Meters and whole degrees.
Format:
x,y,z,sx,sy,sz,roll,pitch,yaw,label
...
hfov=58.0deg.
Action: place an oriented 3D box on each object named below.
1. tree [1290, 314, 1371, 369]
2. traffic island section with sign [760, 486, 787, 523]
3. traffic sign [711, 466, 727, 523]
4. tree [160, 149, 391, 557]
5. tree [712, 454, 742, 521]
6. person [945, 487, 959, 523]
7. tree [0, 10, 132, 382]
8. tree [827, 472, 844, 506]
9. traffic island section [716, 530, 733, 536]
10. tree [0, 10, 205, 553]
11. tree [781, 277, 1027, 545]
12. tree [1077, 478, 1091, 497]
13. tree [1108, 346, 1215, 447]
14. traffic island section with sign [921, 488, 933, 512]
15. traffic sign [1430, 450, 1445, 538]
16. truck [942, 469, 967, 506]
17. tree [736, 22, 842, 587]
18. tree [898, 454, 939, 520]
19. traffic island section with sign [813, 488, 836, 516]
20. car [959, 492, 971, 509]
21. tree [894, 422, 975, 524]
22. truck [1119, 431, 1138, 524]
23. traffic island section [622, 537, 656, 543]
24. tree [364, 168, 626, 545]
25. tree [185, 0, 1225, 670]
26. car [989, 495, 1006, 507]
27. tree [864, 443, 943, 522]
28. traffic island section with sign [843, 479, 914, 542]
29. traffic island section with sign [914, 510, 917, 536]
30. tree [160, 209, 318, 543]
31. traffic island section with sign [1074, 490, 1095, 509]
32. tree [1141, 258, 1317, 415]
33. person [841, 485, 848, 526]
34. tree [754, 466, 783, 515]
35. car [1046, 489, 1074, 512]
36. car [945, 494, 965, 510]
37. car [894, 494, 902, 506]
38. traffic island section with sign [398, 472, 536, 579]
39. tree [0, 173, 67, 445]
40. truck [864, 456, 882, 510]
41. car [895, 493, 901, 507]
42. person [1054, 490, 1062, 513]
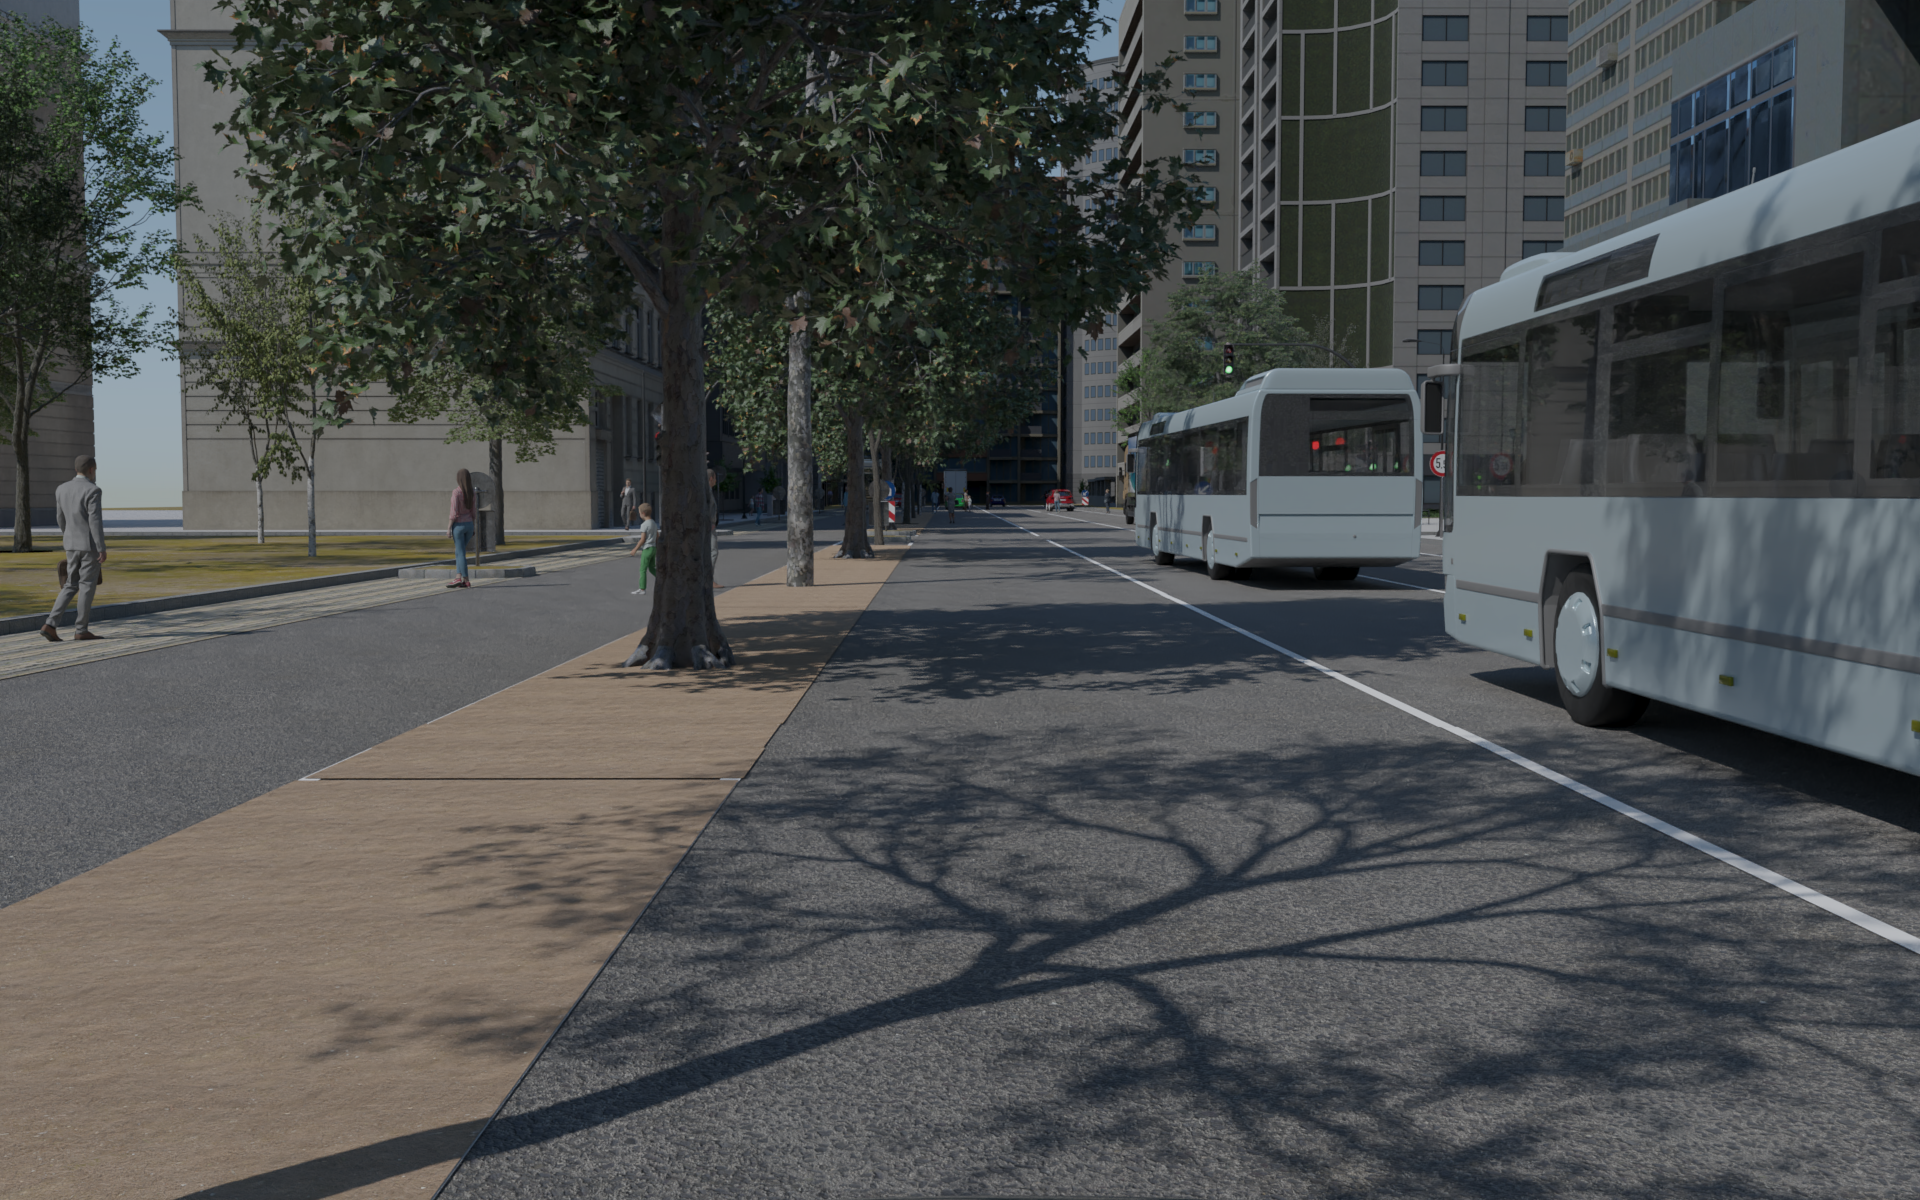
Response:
x,y,z,sx,sy,sz,roll,pitch,yaw,label
15.180,-7.339,70.361,4.360,8.622,3.978,0,3,0,tree
-8.839,-4.666,84.922,1.989,1.847,2.006,0,4,0,traffic island section with sign
-10.794,-4.720,77.270,0.768,2.556,0.104,0,4,7,traffic sign
-13.532,-5.194,35.283,4.737,8.622,4.395,0,3,0,tree
-11.473,-5.466,83.963,1.663,3.219,1.824,0,3,0,tree
-0.394,-4.641,84.745,0.716,1.782,0.532,-1,4,-22,person
-17.357,-5.742,28.296,7.601,10.594,8.767,0,4,-7,tree
-12.805,-14.348,184.956,4.737,8.622,4.395,0,3,0,tree
-9.007,-2.326,60.317,2.009,0.180,2.903,0,4,0,traffic island section
-20.409,-6.840,37.594,9.928,11.665,9.643,0,3,0,tree
-2.229,-6.817,48.324,8.767,10.594,7.601,0,4,0,tree
13.806,-12.324,196.096,1.663,3.219,1.824,0,3,0,tree
13.963,-11.816,118.951,9.928,11.665,9.643,0,3,0,tree
-3.029,-7.769,135.152,2.006,1.907,1.989,0,4,0,traffic island section with sign
14.066,-3.084,50.528,0.768,2.556,0.104,0,4,2,traffic sign
-0.587,-12.832,198.715,2.839,4.237,11.283,0,4,-1,truck
-3.686,-10.314,26.983,12.611,20.169,13.585,0,3,0,tree
-2.726,-8.694,94.965,4.737,8.622,4.395,0,3,0,tree
-9.021,-6.315,111.877,1.989,1.847,2.006,0,4,0,traffic island section with sign
-0.011,-9.955,171.810,2.155,1.783,4.494,0,4,2,car
-2.416,-9.376,81.510,9.928,11.665,9.643,0,3,0,tree
9.051,-5.468,78.320,2.839,4.237,11.283,0,4,-1,truck
-8.955,-1.838,52.332,2.009,0.180,2.903,0,4,0,traffic island section
-11.905,-7.700,44.019,7.486,12.596,7.792,0,3,0,tree
-2.307,-5.797,14.240,9.611,12.733,9.660,0,3,0,tree
4.205,-11.172,195.234,1.945,1.354,3.894,0,4,-1,car
-2.956,-8.319,88.829,4.360,8.622,3.978,0,3,0,tree
-2.491,-2.720,52.608,2.006,1.907,1.989,0,4,0,traffic island section with sign
-2.530,-3.173,60.015,2.006,1.907,1.989,0,4,0,traffic island section with sign
-18.257,-5.775,44.781,4.360,8.622,3.978,0,3,0,tree
11.665,-9.488,163.754,1.989,1.847,2.006,0,4,0,traffic island section with sign
14.535,-11.397,92.991,9.857,13.997,8.962,0,3,0,tree
-5.032,-4.288,78.467,0.748,1.841,0.638,-1,4,-21,person
-11.395,-6.752,104.998,1.663,3.219,1.824,0,3,0,tree
8.270,-8.228,143.206,2.281,1.827,5.304,0,4,-1,car
-0.397,-8.952,155.161,1.959,1.807,4.718,0,4,1,car
-6.743,-10.634,182.909,2.155,1.783,4.494,0,4,1,car
-8.482,-1.313,30.090,1.989,1.847,2.006,0,4,0,traffic island section with sign
-28.444,-7.934,47.852,7.486,12.596,7.792,0,3,0,tree
-6.712,-8.617,129.794,2.839,4.237,11.283,0,4,-1,truck
-7.203,-10.948,188.583,1.945,1.707,3.694,0,4,1,car
7.281,-7.339,129.089,0.593,1.750,0.643,0,4,4,person
